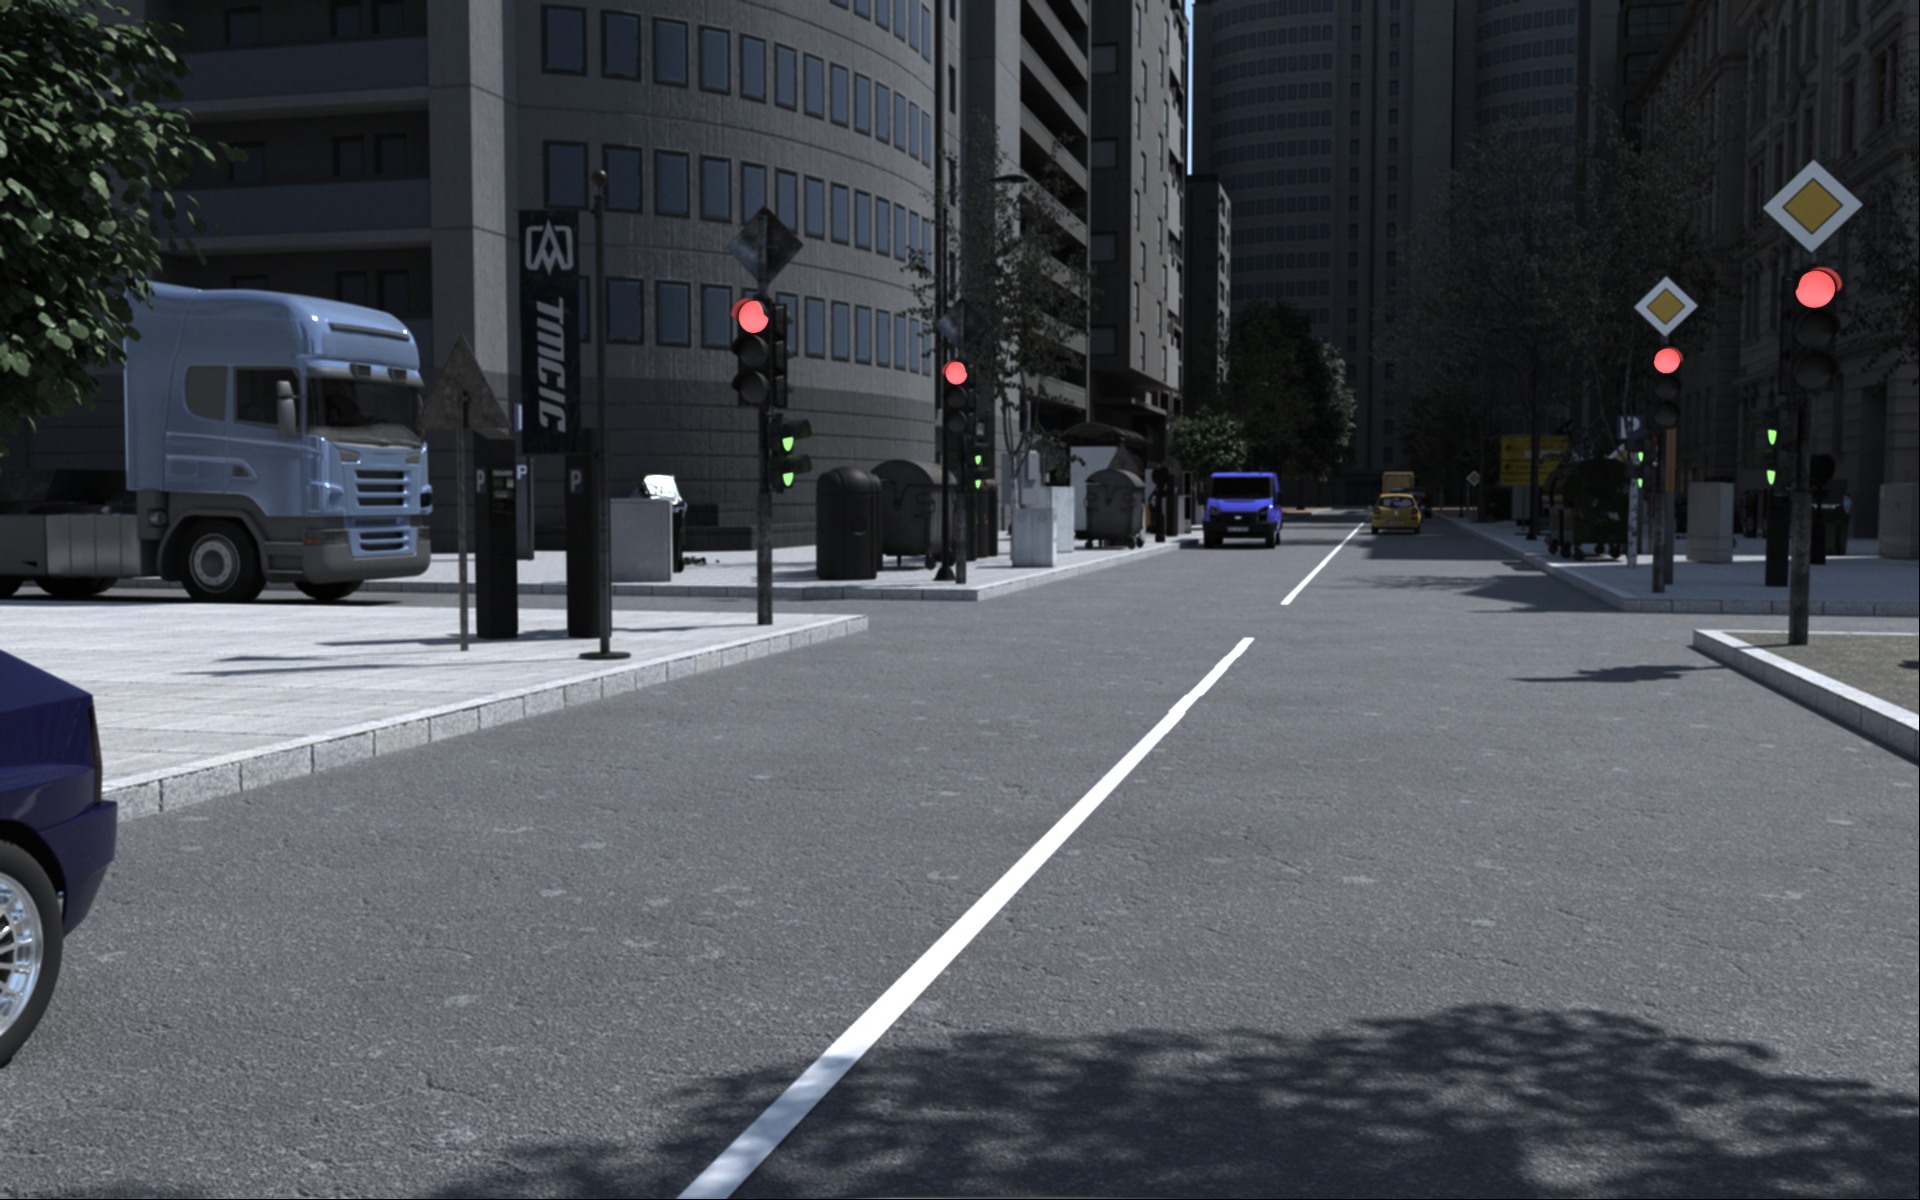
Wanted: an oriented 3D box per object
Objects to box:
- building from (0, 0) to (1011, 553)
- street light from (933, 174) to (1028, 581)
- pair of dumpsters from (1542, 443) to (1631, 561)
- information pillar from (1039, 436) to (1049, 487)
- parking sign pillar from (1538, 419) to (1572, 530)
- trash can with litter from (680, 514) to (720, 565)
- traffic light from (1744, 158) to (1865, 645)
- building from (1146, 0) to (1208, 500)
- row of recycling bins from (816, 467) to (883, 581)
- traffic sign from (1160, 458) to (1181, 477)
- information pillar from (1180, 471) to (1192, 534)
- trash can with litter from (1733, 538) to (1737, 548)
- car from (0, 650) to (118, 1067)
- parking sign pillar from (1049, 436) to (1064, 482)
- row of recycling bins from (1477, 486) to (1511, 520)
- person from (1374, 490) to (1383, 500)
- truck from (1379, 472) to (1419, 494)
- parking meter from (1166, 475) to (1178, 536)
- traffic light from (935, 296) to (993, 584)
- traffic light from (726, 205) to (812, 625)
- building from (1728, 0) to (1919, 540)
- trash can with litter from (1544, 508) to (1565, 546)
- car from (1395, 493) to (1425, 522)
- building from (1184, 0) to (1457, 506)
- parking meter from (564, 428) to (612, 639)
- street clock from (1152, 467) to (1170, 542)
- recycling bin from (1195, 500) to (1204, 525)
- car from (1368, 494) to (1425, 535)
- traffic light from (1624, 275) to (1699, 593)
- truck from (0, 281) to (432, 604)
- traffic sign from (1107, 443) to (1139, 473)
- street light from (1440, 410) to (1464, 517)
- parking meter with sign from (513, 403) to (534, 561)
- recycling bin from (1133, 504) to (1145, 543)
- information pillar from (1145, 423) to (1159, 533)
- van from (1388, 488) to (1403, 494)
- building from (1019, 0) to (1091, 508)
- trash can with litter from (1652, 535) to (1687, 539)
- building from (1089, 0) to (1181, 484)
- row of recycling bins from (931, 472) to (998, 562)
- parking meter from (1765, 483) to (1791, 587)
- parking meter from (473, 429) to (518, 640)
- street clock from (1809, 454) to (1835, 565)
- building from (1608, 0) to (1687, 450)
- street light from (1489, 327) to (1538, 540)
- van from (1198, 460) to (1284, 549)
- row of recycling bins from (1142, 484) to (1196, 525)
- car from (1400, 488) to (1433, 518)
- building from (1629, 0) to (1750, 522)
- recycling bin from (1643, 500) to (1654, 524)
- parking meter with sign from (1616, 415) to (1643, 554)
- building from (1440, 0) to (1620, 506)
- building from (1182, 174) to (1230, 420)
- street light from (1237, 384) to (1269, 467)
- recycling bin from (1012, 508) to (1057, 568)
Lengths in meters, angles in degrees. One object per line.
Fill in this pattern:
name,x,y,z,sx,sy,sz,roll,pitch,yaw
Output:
building,-11.400,-31.091,50.335,21.231,58.520,28.212,1,4,14
street light,0.307,-3.233,25.397,1.470,5.913,1.316,1,4,14
pair of dumpsters,12.703,-1.978,34.840,1.574,2.255,4.437,1,4,14
information pillar,3.339,-4.725,68.602,0.504,3.616,0.183,3,5,40
parking sign pillar,21.167,-4.493,61.938,1.447,3.967,1.447,-1,4,-18
trash can with litter,-5.237,-1.278,31.947,1.678,1.210,2.233,-1,4,-20
traffic light,7.139,-1.575,14.679,0.839,4.253,0.868,1,4,14
building,9.349,-42.782,137.744,20.563,71.187,20.611,1,4,14
row of recycling bins,-1.749,-1.240,27.386,1.069,1.692,3.534,0,4,0
traffic sign,7.328,-3.689,60.426,0.768,2.556,0.104,1,4,21
information pillar,7.327,-3.166,56.263,0.304,2.012,0.304,-1,4,-16
trash can with litter,18.296,-1.843,41.521,0.624,1.170,1.055,0,4,-4
car,-3.562,0.576,3.164,1.945,1.354,3.894,1,4,16
parking sign pillar,4.137,-5.564,79.443,1.447,3.967,1.447,3,5,43
row of recycling bins,26.583,-4.765,85.023,3.534,1.692,1.069,-3,5,-44
person,34.940,-8.240,143.938,1.217,1.736,0.721,-1,4,-18
truck,38.624,-9.584,152.625,3.469,3.379,9.791,1,4,15
parking meter,6.437,-2.864,52.533,0.255,1.863,0.399,2,4,30
traffic light,0.030,-2.186,24.655,0.839,4.253,0.868,1,4,14
traffic light,-1.901,-1.712,16.906,0.839,4.253,0.868,1,4,14
building,33.907,-16.393,55.408,14.401,28.519,23.554,1,4,14
trash can with litter,14.801,-1.937,43.057,0.624,1.170,1.055,0,4,-1
car,22.836,-4.844,88.783,1.945,1.707,3.694,1,4,14
building,40.770,-40.043,196.707,28.212,58.520,21.231,1,4,14
parking meter,-3.331,-0.599,15.502,0.399,1.863,0.255,3,5,44
street clock,5.324,-2.535,46.022,0.471,2.002,0.358,-3,5,-41
recycling bin,9.909,-3.702,73.081,0.722,1.027,0.722,1,4,9
car,15.788,-3.208,62.668,2.015,1.641,3.980,1,4,14
traffic light,9.070,-2.049,22.428,0.839,4.253,0.868,1,4,14
truck,-15.638,-2.110,24.261,18.799,4.110,2.967,1,4,16
traffic sign,4.087,-2.680,43.829,0.884,2.594,0.081,1,4,20
street light,27.095,-7.514,95.391,1.470,5.913,1.316,1,4,14
parking meter with sign,-8.636,-2.310,34.033,0.543,3.016,1.738,-2,4,-25
recycling bin,4.401,-2.007,45.371,0.722,1.027,0.722,2,4,28
information pillar,6.335,-4.035,57.323,0.504,3.616,0.183,-2,4,-27
van,29.949,-6.801,118.214,2.013,2.044,4.112,1,4,13
building,-5.589,-28.450,88.867,21.300,48.544,21.600,1,4,14
trash can with litter,20.957,-2.357,49.594,2.233,1.210,1.678,1,4,20
building,0.044,-32.198,115.672,28.713,52.752,27.495,1,4,14
row of recycling bins,0.071,-1.674,34.486,1.069,1.692,3.534,1,4,10
parking meter,11.364,-1.122,24.053,0.255,1.863,0.399,1,4,19
parking meter,-4.127,-0.592,15.398,0.255,1.863,0.399,-3,4,-39
street clock,15.649,-1.650,31.547,0.471,2.002,0.358,-1,4,-19
building,44.719,-20.061,99.697,14.160,30.474,14.107,1,4,14
street light,15.416,-4.632,48.268,1.470,5.913,1.316,1,4,14
van,7.766,-2.629,47.376,2.240,2.365,5.245,1,4,13
row of recycling bins,8.007,-3.961,71.878,3.534,1.692,1.069,1,4,12
car,27.401,-5.866,104.587,2.281,1.827,5.304,1,4,13
building,38.790,-17.268,79.587,12.463,27.353,25.104,1,4,14
recycling bin,30.329,-3.856,75.601,0.722,1.027,0.722,-1,4,-22
parking meter with sign,14.576,-2.530,37.623,0.543,3.016,1.738,1,4,17
building,68.152,-39.580,189.136,28.212,58.520,21.231,1,4,14
building,17.561,-23.747,159.972,14.107,30.474,14.160,1,4,14
street light,12.278,-6.150,73.097,1.470,5.913,1.316,1,4,14
recycling bin,1.317,-1.103,30.593,0.722,1.027,0.722,1,4,9
